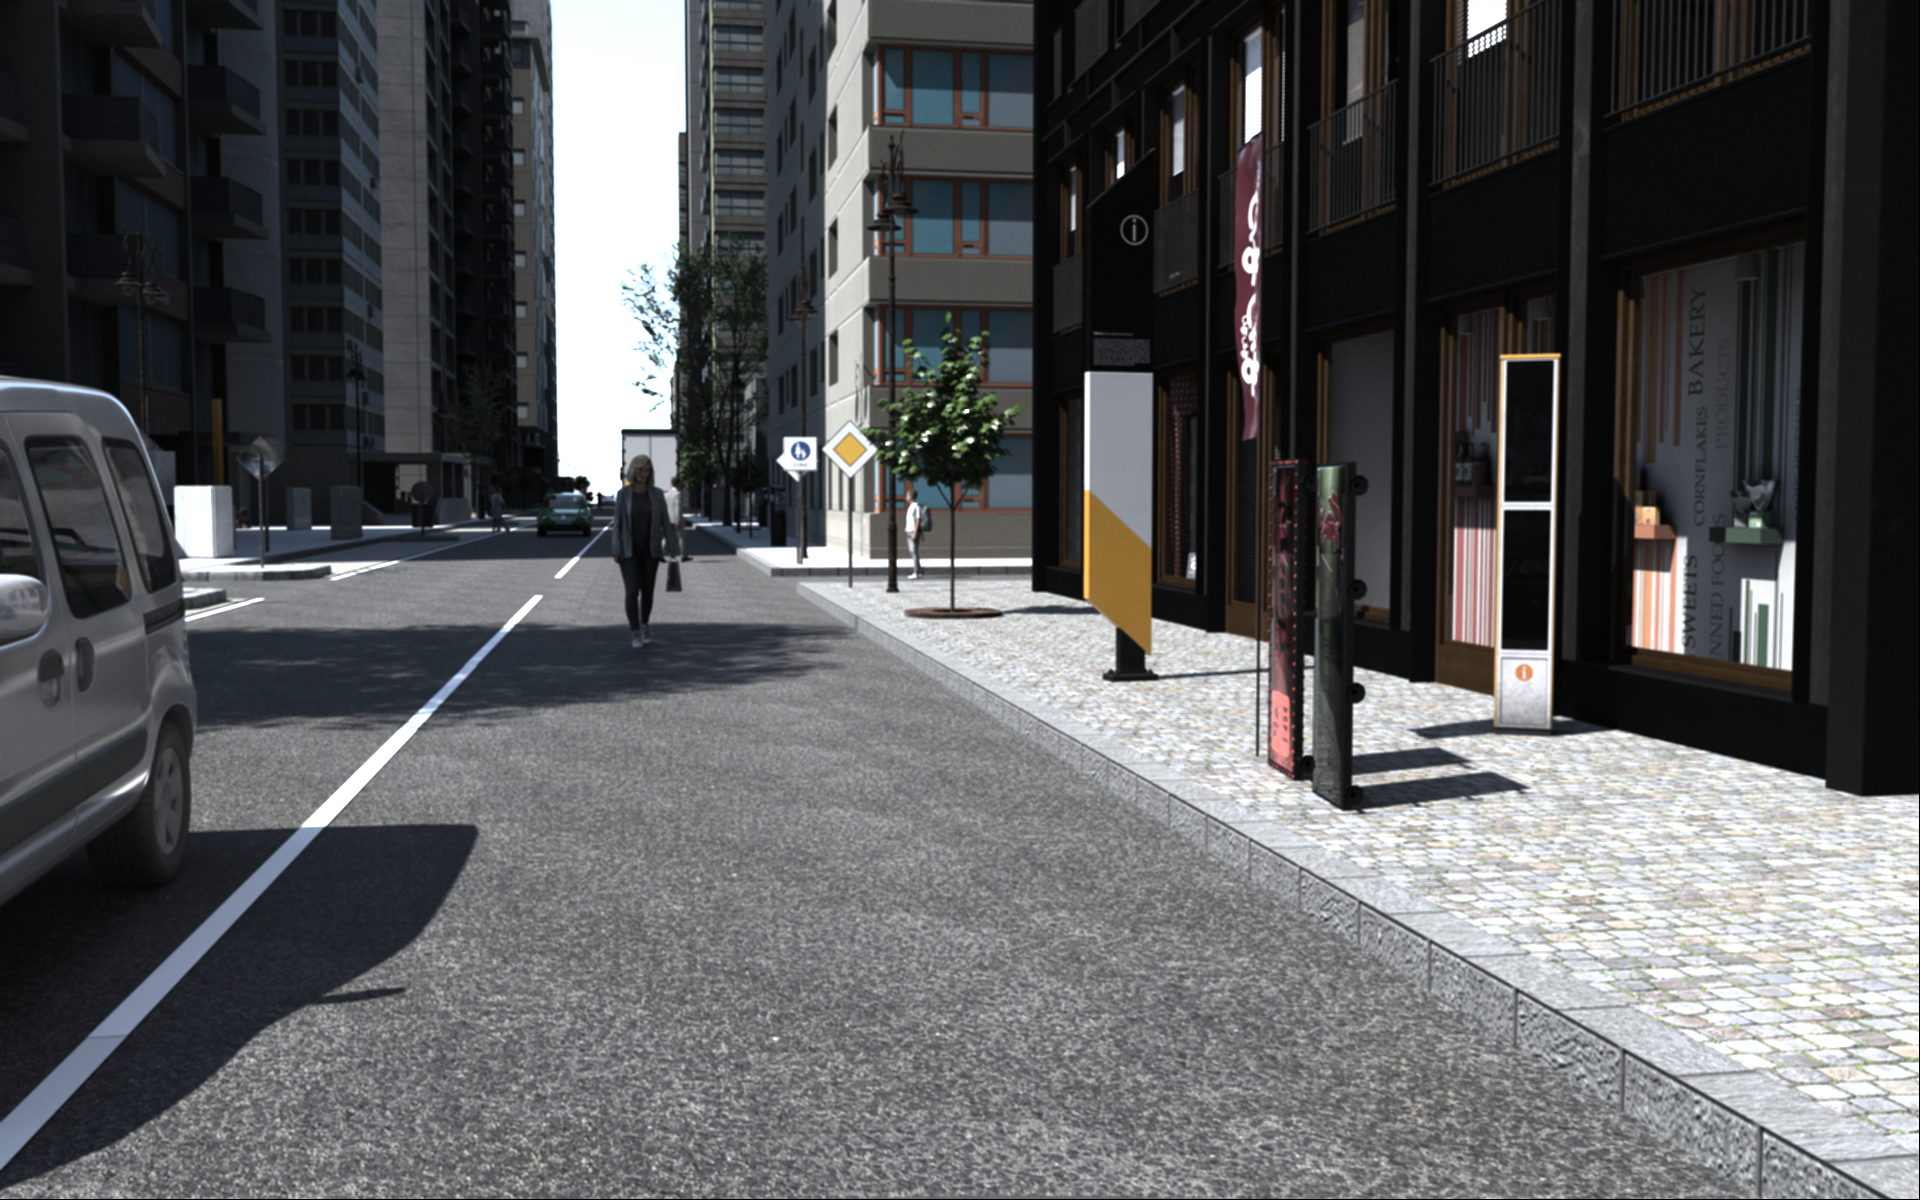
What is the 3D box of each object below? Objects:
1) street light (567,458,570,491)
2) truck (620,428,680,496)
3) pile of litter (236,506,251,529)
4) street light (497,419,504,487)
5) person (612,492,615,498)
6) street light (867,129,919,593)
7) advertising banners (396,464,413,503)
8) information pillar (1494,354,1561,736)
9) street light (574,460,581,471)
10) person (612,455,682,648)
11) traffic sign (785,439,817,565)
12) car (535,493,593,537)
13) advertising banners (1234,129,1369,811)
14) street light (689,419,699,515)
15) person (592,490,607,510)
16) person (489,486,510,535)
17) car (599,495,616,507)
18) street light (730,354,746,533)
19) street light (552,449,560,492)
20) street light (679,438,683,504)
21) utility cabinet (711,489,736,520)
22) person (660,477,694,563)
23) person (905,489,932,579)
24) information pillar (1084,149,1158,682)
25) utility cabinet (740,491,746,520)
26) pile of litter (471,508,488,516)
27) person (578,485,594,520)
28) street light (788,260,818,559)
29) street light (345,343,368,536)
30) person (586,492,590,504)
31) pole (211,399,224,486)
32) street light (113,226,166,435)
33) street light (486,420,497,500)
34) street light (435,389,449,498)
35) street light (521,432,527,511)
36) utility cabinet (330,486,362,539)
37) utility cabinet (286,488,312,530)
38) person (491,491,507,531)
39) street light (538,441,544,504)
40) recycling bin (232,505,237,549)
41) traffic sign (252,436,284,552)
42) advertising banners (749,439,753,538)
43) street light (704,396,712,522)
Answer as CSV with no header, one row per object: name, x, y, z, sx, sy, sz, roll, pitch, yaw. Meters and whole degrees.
street light,-47.588,-14.544,210.574,0.468,5.910,1.993,-1,4,-10
truck,-14.244,-5.544,79.563,2.839,4.237,11.283,-1,4,-10
pile of litter,-26.869,-3.077,64.279,1.176,0.858,1.719,0,4,-7
street light,-28.167,-8.143,105.927,0.468,5.910,1.993,-1,4,-10
person,-51.410,-15.128,256.531,0.721,1.739,1.217,-2,4,-30
street light,-0.879,-3.038,22.456,0.468,5.910,1.993,-1,4,-10
advertising banners,-31.832,-6.290,99.033,0.090,3.025,2.074,1,4,9
information pillar,3.035,-0.293,9.277,0.304,2.012,0.304,1,4,18
street light,-51.757,-15.940,233.398,0.468,5.910,1.993,-1,4,-10
person,-2.945,-0.471,16.390,0.709,1.800,0.728,-1,4,-17
traffic sign,-2.881,-1.788,31.369,0.606,2.300,0.079,0,4,-3
car,-13.637,-3.114,59.711,1.959,1.807,4.718,-1,4,-12
advertising banners,1.496,-0.714,7.856,0.090,3.025,2.074,0,4,-4
street light,-15.908,-8.035,104.162,0.468,5.910,1.993,-1,4,-10
person,-33.237,-9.245,159.674,1.348,1.821,0.705,-1,4,-23
person,-16.330,-3.181,61.264,0.760,1.731,0.466,-3,4,-36
car,-40.578,-11.412,198.941,2.083,1.381,4.827,-1,4,-11
street light,-7.334,-5.162,57.192,0.468,5.910,1.993,-1,4,-10
street light,-40.958,-12.365,174.952,0.468,5.910,1.993,-1,4,-10
street light,-21.558,-9.877,134.282,0.468,5.910,1.993,-1,4,-10
utility cabinet,-11.402,-4.554,83.144,1.173,1.500,0.318,3,4,37
person,-6.000,-1.685,36.327,0.678,1.792,0.850,3,5,43
person,-0.760,-1.119,29.390,0.503,1.515,0.523,3,5,43
information pillar,1.097,-1.251,11.814,0.504,3.616,0.183,-1,4,-18
utility cabinet,-11.170,-4.700,85.523,1.173,1.500,0.318,1,4,14
pile of litter,-28.540,-5.434,102.813,1.719,0.858,1.176,1,4,13
person,-15.614,-3.876,71.859,0.713,1.824,0.794,3,4,37
street light,-3.106,-3.767,34.379,0.468,5.910,1.993,-1,4,-10
street light,-18.405,-4.904,52.973,0.468,5.910,1.993,-1,4,-10
person,-37.941,-10.182,176.446,0.593,1.643,0.415,-3,5,-43
pole,-15.913,-2.650,37.167,0.158,3.312,0.155,0,3,0
street light,-14.216,-3.509,30.153,0.468,5.910,1.993,-1,4,-10
street light,-26.931,-7.712,98.878,0.468,5.910,1.993,-1,4,-10
street light,-22.702,-6.317,76.065,0.468,5.910,1.993,-1,4,-10
street light,-32.471,-9.557,129.047,0.468,5.910,1.993,-1,4,-10
utility cabinet,-17.342,-2.464,48.965,0.318,1.500,1.173,1,4,11
utility cabinet,-23.424,-3.224,61.386,0.318,1.500,1.173,1,4,8
person,-17.570,-3.497,66.341,0.598,1.740,0.731,1,4,16
street light,-36.671,-10.953,151.865,0.468,5.910,1.993,-1,4,-10
recycling bin,-17.289,-1.690,40.182,0.722,1.027,0.722,0,4,1
traffic sign,-15.332,-2.334,38.262,0.768,2.556,0.104,0,4,-6
advertising banners,-6.136,-3.335,50.712,0.090,3.025,2.074,0,4,-6
street light,-11.612,-6.576,80.310,0.468,5.910,1.993,-1,4,-10
